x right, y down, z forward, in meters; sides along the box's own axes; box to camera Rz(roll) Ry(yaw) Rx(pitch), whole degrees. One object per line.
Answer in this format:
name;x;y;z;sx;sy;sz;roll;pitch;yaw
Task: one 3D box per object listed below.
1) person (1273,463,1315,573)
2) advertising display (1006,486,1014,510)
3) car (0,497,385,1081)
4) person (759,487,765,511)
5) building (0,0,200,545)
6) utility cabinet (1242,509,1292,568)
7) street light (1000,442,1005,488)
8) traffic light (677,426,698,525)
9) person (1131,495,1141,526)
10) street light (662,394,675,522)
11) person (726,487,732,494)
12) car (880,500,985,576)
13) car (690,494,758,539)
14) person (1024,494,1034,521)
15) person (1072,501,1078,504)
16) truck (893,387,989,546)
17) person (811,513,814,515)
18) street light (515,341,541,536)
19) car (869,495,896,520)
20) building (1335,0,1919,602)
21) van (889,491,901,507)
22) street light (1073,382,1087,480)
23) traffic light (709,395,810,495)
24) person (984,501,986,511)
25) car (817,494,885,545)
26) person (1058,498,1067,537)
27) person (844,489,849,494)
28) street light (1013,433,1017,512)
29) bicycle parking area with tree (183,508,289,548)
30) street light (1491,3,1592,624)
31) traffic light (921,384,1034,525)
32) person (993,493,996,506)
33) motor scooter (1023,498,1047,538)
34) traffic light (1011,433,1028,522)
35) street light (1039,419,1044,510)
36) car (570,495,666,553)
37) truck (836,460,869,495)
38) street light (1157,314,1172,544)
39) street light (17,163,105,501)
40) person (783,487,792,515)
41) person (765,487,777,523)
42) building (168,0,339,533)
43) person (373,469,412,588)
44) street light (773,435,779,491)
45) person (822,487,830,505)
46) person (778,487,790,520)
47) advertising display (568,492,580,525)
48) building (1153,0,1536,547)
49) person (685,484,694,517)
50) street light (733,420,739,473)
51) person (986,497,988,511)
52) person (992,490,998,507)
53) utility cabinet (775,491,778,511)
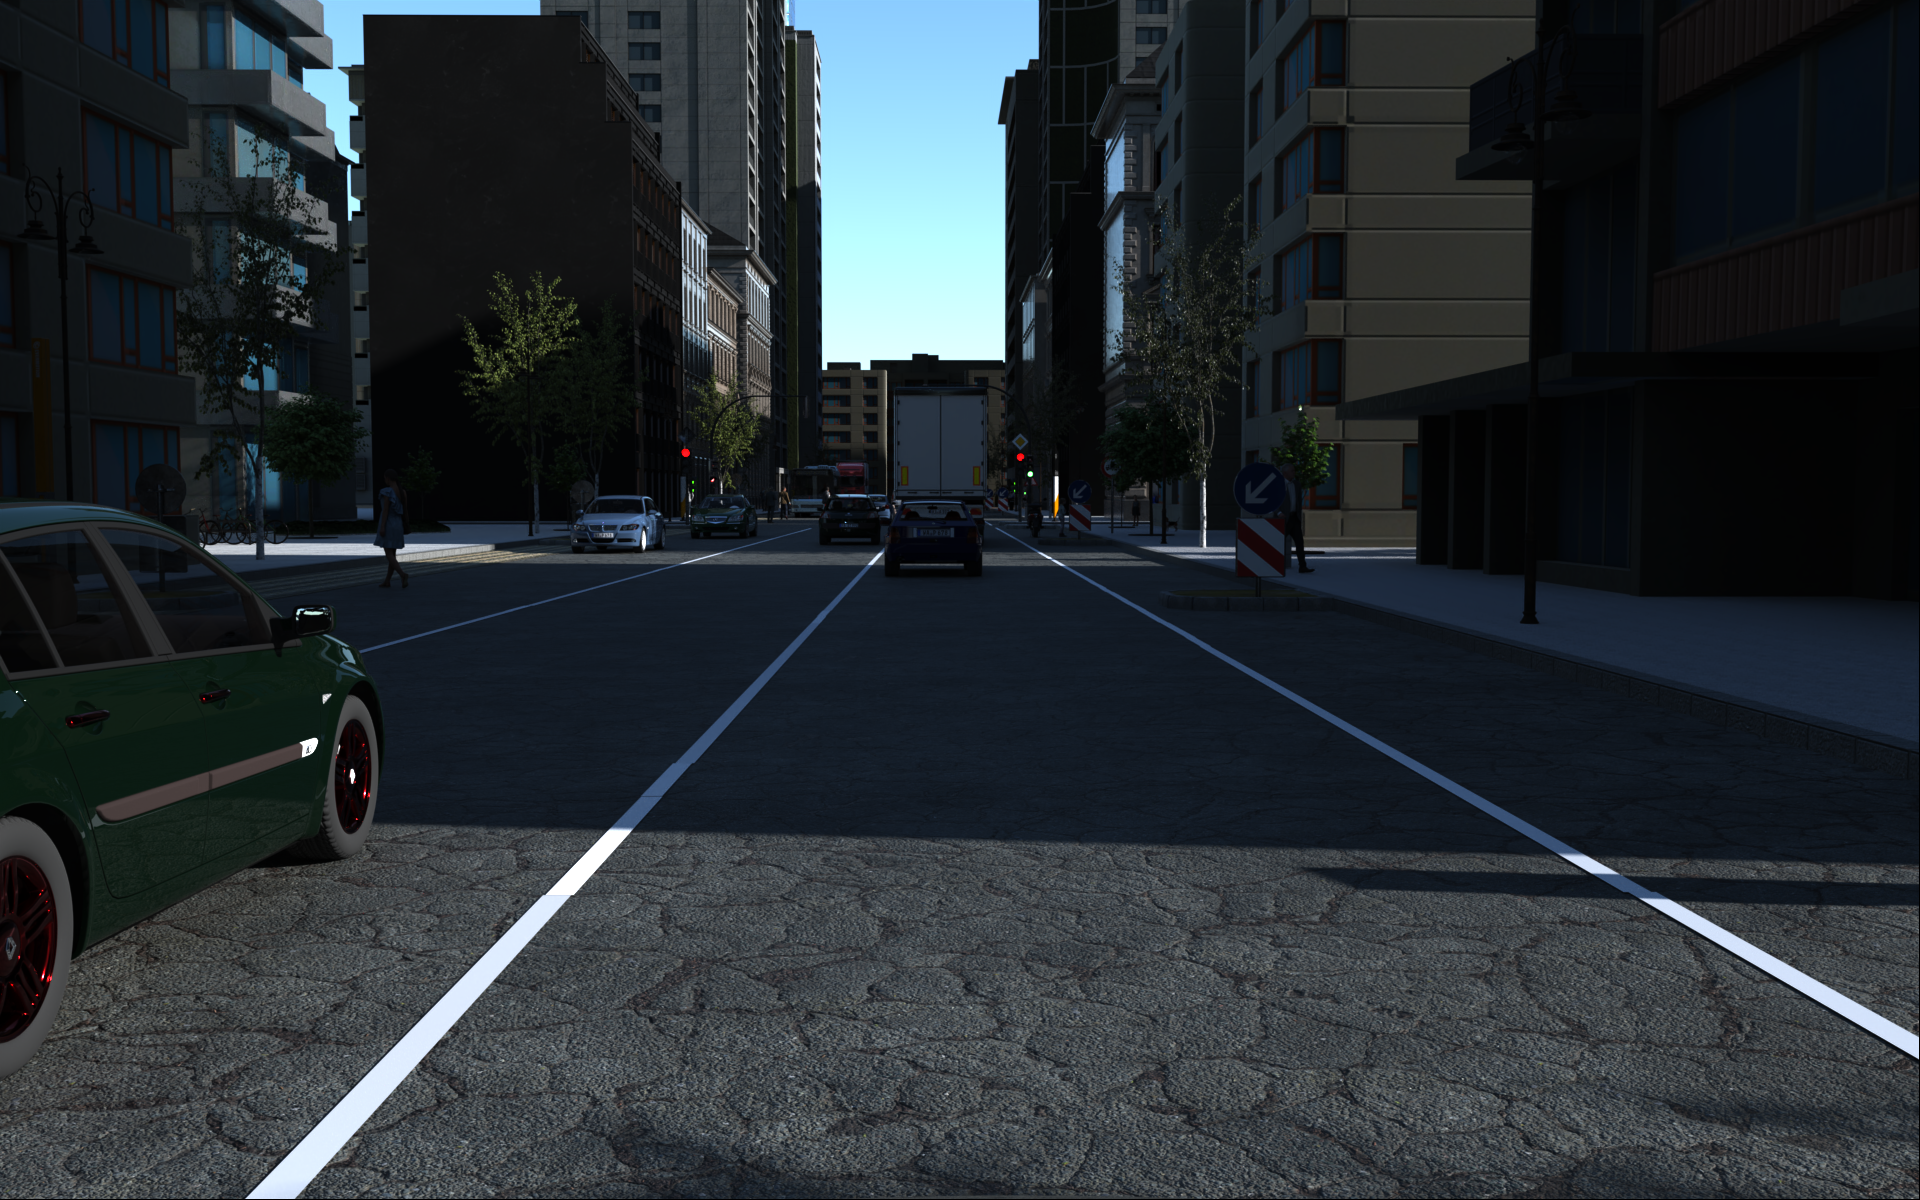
person;5.340;-1.315;27.943;0.661;1.777;0.834;-2;4;-34
advertising display;4.022;-7.955;135.282;0.974;1.923;0.123;-3;5;-39
car;-3.194;0.258;5.569;2.009;1.686;4.222;0;4;-2
person;-14.477;-7.421;127.555;0.661;1.801;0.590;1;4;9
building;-27.543;-10.485;16.464;27.650;21.520;28.899;0;4;-1
utility cabinet;5.341;-1.319;30.237;0.318;1.500;1.173;-1;4;-21
street light;3.794;-11.102;154.311;0.468;5.910;1.993;0;4;-1
traffic light;-11.292;-5.065;71.734;0.839;4.253;0.868;0;4;-1
person;7.041;-3.581;69.269;0.362;1.253;0.373;2;4;26
street light;-13.446;-6.563;80.087;0.468;5.910;1.993;0;4;-1
person;-11.853;-4.899;88.944;0.721;1.781;0.623;1;4;17
car;-0.499;-1.159;31.524;1.945;1.354;3.894;0;4;-1
car;-7.779;-2.784;57.311;2.131;1.459;4.920;0;4;-1
person;3.339;-4.606;84.360;0.519;1.759;0.362;2;4;25
person;6.405;-5.544;96.957;0.520;1.790;0.573;2;4;28
truck;-0.495;-3.797;51.002;2.839;4.237;11.283;0;4;0
person;-10.310;-6.831;120.193;0.555;1.821;0.388;1;4;12
street light;-13.055;-4.876;52.503;0.468;5.910;1.993;0;4;-1
car;-4.154;-4.452;84.785;2.014;1.417;4.499;0;4;-1
building;18.139;-22.222;17.960;22.147;44.769;28.867;0;4;-1
van;-5.691;-9.588;163.770;2.013;2.044;4.112;0;4;-3
street light;4.965;-6.044;71.608;0.468;5.910;1.993;0;4;-1
traffic light;-9.311;-6.429;79.782;4.771;5.953;1.251;0;4;-1
person;2.199;-8.348;145.228;0.529;1.795;0.600;-2;4;-26
car;-3.170;-2.472;50.201;2.009;1.686;4.222;0;4;-2
person;3.436;-2.762;57.943;0.394;1.301;0.425;-2;4;-32
person;-7.949;-6.755;119.163;0.699;1.804;1.509;-1;4;-22
street light;4.120;-9.431;126.983;0.468;5.910;1.993;0;4;-1
bicycle parking area with tree;-20.680;-3.340;41.615;9.016;4.147;8.231;1;4;11
street light;5.647;-2.704;16.997;0.468;5.910;1.993;0;4;-1
traffic light;0.777;-5.939;71.773;4.771;5.953;1.251;0;4;-1
person;4.078;-11.406;192.673;0.705;1.807;1.348;3;4;37
motor scooter;2.500;-2.748;57.705;0.815;1.314;1.986;0;4;1
traffic light;2.758;-5.566;79.928;0.839;4.253;0.868;0;4;-1
street light;4.598;-7.723;99.054;0.468;5.910;1.993;0;4;-1
car;-8.534;-1.930;43.554;2.014;1.417;4.499;0;3;0
truck;-9.005;-9.522;144.590;2.839;4.237;11.283;0;4;-1
street light;5.269;-4.391;44.577;0.468;5.910;1.993;0;4;-1
street light;-12.718;-3.172;24.645;0.468;5.910;1.993;0;4;-1
person;-11.946;-6.810;119.207;0.474;1.900;0.648;-3;5;-41
person;-9.268;-4.684;85.255;0.661;1.801;0.590;1;4;19
building;-37.752;-26.699;56.143;30.456;49.044;23.786;0;4;-1
person;-8.596;-1.088;26.377;0.778;1.811;0.616;3;4;38
street light;-14.290;-9.869;134.145;0.468;5.910;1.993;0;4;-1
person;-7.460;-5.407;97.008;0.850;1.850;0.679;-2;4;-24
person;-9.849;-5.425;97.111;0.656;1.842;0.836;-2;4;-25
advertising display;-16.130;-4.103;72.304;0.123;1.923;0.974;1;4;13
building;21.847;-12.875;55.538;27.650;21.520;28.899;0;4;-1
person;-15.564;-5.697;99.032;0.661;1.843;0.795;0;4;-8
street light;-13.847;-8.216;107.116;0.468;5.910;1.993;0;4;-1
person;2.338;-8.232;143.261;0.590;1.801;0.661;-2;4;-33
person;3.533;-9.983;169.999;0.721;1.736;1.217;-3;4;-37
utility cabinet;-14.107;-7.503;131.354;0.318;1.500;1.173;1;4;15
